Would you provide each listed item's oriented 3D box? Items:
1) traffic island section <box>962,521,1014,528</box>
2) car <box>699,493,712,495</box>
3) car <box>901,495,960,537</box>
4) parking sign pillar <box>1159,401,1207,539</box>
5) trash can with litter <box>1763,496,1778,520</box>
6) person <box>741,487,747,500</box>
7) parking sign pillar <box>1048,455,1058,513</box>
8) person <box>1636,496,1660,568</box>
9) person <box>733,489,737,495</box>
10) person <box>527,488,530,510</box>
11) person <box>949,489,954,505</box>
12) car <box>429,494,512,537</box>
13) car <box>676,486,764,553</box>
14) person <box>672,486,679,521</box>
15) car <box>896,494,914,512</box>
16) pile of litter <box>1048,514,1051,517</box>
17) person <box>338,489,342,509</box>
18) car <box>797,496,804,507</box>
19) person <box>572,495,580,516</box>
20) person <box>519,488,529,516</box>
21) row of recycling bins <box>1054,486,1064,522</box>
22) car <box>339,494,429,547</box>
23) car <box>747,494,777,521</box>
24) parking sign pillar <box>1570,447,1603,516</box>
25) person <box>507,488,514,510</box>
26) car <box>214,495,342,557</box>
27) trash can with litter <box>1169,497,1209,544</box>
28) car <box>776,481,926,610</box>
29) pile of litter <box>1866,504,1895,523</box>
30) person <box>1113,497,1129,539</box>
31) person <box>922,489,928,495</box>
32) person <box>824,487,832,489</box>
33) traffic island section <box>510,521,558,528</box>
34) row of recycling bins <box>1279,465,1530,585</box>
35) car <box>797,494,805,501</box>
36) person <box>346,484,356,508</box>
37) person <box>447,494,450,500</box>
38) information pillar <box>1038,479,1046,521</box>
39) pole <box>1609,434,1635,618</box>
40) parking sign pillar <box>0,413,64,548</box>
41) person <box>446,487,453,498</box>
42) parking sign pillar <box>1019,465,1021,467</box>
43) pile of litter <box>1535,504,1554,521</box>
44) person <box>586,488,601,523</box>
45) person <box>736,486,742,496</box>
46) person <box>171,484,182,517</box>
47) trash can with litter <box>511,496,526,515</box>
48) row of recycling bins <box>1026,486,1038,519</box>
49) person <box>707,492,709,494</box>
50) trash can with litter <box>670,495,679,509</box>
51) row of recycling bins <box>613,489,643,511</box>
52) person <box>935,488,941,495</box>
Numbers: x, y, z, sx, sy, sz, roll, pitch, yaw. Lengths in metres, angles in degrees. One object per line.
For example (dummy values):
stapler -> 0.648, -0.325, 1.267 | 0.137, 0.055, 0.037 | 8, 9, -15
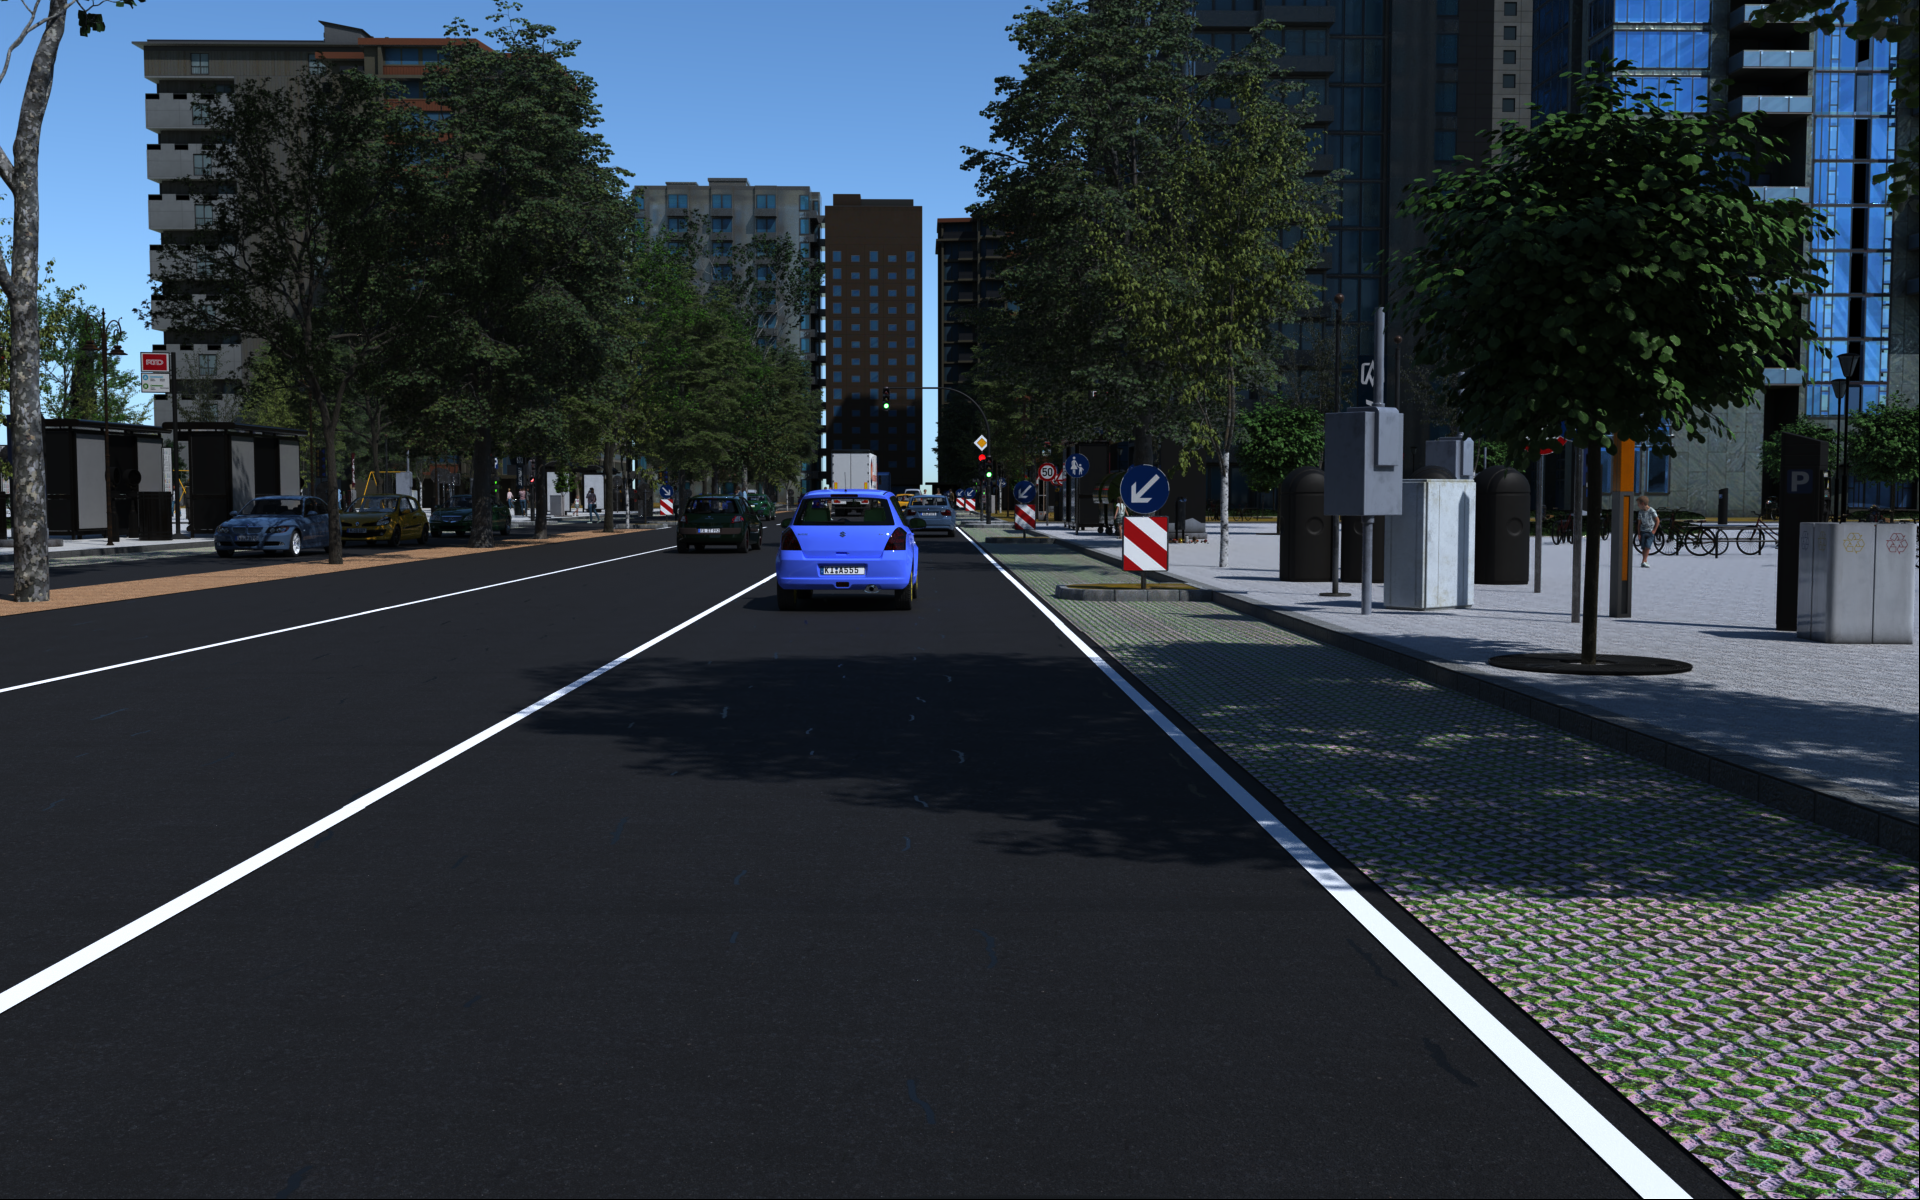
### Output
traffic island section -> 1.231, -3.153, 73.834 | 2.009, 0.180, 2.903 | 0, 4, -1
car -> -21.460, -8.355, 146.199 | 1.945, 1.707, 3.694 | 0, 4, 1
car -> -1.023, -2.861, 58.781 | 2.014, 1.417, 4.499 | 0, 4, 0
parking sign pillar -> 6.373, -3.740, 49.621 | 1.447, 3.967, 1.447 | 0, 4, -1
trash can with litter -> 40.426, -4.603, 86.642 | 0.624, 1.170, 1.055 | 0, 4, 0
person -> -10.753, -4.750, 86.425 | 0.793, 1.790, 0.793 | -3, 5, -43
parking sign pillar -> 6.487, -8.071, 120.440 | 1.447, 3.967, 1.447 | 1, 4, 14
person -> 12.032, -1.199, 30.327 | 0.352, 1.250, 0.332 | 0, 4, -8
person -> -16.286, -7.142, 125.621 | 0.721, 1.781, 0.623 | 2, 4, 25
person -> -35.376, -8.288, 141.727 | 0.466, 1.800, 0.511 | 0, 4, 4
person -> -0.699, -7.886, 137.354 | 0.656, 1.842, 0.836 | 2, 4, 27
car -> -16.660, -2.891, 59.074 | 2.131, 1.459, 4.920 | 0, 4, 0
car -> -5.980, -2.052, 43.337 | 2.009, 1.686, 4.222 | 0, 4, 0
person -> -14.176, -4.803, 86.880 | 0.795, 1.843, 0.661 | 2, 4, 29
car -> -3.514, -6.177, 111.213 | 2.015, 1.641, 3.980 | 0, 4, -3
pile of litter -> 4.533, -5.089, 97.170 | 1.176, 0.858, 1.719 | 1, 4, 11
person -> -34.444, -5.471, 95.763 | 0.793, 1.790, 0.793 | 2, 4, 35
car -> -10.873, -6.940, 126.049 | 1.945, 1.354, 3.894 | 0, 3, 0
person -> -22.319, -5.490, 100.821 | 0.382, 1.210, 0.505 | 1, 4, 19
person -> -25.508, -5.790, 101.300 | 0.593, 1.750, 0.643 | 0, 4, -8
row of recycling bins -> 5.588, -4.952, 88.084 | 1.069, 1.692, 3.534 | 0, 4, 7
car -> -16.124, -2.323, 48.198 | 2.015, 1.641, 3.980 | 0, 4, 0
car -> -11.003, -4.994, 93.450 | 2.131, 1.459, 4.920 | 0, 4, -1
parking sign pillar -> 26.623, -5.204, 73.560 | 1.447, 3.967, 1.447 | -1, 4, -20
person -> -35.348, -7.941, 136.550 | 0.598, 1.740, 0.731 | 1, 4, 12
car -> -15.986, -1.762, 40.818 | 2.014, 1.417, 4.499 | 0, 4, -2
trash can with litter -> 6.066, -2.130, 45.889 | 1.678, 1.210, 2.233 | 2, 4, 27
car -> -1.416, -0.800, 22.669 | 1.945, 1.707, 3.694 | 0, 3, 0
pile of litter -> 38.456, -3.565, 72.255 | 1.719, 0.858, 1.176 | -2, 4, -34
person -> 4.606, -2.349, 49.466 | 0.382, 1.210, 0.505 | 3, 5, 43
person -> -2.353, -6.672, 118.151 | 0.480, 1.755, 0.524 | -2, 4, -35
person -> -7.242, -5.276, 94.731 | 0.580, 1.828, 0.573 | -3, 5, -39
traffic island section -> -20.084, -3.613, 81.350 | 2.009, 0.180, 2.903 | 0, 4, -1
row of recycling bins -> 6.422, -1.103, 25.144 | 3.534, 1.692, 1.069 | 1, 4, 16
car -> -19.084, -12.588, 214.850 | 2.155, 1.783, 4.494 | 0, 4, 0
person -> -31.519, -5.112, 89.811 | 0.728, 1.800, 0.709 | 1, 4, 15
person -> -39.783, -7.597, 134.923 | 0.362, 1.253, 0.373 | 0, 4, 2
information pillar -> 3.938, -4.797, 82.921 | 0.304, 2.012, 0.304 | 2, 4, 25
pole -> 6.872, -1.473, 17.929 | 0.158, 3.312, 0.155 | 0, 3, 0
parking sign pillar -> -22.688, -3.283, 42.142 | 1.447, 3.967, 1.447 | 3, 5, 42
person -> -43.232, -8.631, 146.516 | 0.474, 1.900, 0.648 | 0, 4, -1
parking sign pillar -> 4.658, -9.962, 151.346 | 1.447, 3.967, 1.447 | 0, 4, 8
pile of litter -> 27.991, -4.195, 82.550 | 1.176, 0.858, 1.719 | 3, 5, 42
person -> -17.989, -4.644, 85.018 | 0.643, 1.750, 0.593 | 1, 4, 23
person -> -10.315, -4.437, 81.063 | 0.654, 1.822, 0.581 | -1, 4, -12
person -> -43.682, -5.533, 96.492 | 0.794, 1.824, 0.713 | 2, 4, 27
trash can with litter -> -26.506, -5.671, 104.107 | 0.624, 1.170, 1.055 | 1, 4, 10
row of recycling bins -> 3.866, -5.030, 89.347 | 1.069, 1.692, 3.534 | 0, 4, 0
person -> -14.091, -5.338, 95.873 | 0.635, 1.810, 0.391 | 3, 5, 42
trash can with litter -> -24.997, -8.576, 151.273 | 2.233, 1.210, 1.678 | 2, 4, 31
row of recycling bins -> -24.979, -7.531, 130.246 | 1.069, 1.692, 3.534 | 2, 4, 33
person -> -1.063, -4.814, 87.958 | 0.760, 1.731, 0.466 | 2, 4, 24
